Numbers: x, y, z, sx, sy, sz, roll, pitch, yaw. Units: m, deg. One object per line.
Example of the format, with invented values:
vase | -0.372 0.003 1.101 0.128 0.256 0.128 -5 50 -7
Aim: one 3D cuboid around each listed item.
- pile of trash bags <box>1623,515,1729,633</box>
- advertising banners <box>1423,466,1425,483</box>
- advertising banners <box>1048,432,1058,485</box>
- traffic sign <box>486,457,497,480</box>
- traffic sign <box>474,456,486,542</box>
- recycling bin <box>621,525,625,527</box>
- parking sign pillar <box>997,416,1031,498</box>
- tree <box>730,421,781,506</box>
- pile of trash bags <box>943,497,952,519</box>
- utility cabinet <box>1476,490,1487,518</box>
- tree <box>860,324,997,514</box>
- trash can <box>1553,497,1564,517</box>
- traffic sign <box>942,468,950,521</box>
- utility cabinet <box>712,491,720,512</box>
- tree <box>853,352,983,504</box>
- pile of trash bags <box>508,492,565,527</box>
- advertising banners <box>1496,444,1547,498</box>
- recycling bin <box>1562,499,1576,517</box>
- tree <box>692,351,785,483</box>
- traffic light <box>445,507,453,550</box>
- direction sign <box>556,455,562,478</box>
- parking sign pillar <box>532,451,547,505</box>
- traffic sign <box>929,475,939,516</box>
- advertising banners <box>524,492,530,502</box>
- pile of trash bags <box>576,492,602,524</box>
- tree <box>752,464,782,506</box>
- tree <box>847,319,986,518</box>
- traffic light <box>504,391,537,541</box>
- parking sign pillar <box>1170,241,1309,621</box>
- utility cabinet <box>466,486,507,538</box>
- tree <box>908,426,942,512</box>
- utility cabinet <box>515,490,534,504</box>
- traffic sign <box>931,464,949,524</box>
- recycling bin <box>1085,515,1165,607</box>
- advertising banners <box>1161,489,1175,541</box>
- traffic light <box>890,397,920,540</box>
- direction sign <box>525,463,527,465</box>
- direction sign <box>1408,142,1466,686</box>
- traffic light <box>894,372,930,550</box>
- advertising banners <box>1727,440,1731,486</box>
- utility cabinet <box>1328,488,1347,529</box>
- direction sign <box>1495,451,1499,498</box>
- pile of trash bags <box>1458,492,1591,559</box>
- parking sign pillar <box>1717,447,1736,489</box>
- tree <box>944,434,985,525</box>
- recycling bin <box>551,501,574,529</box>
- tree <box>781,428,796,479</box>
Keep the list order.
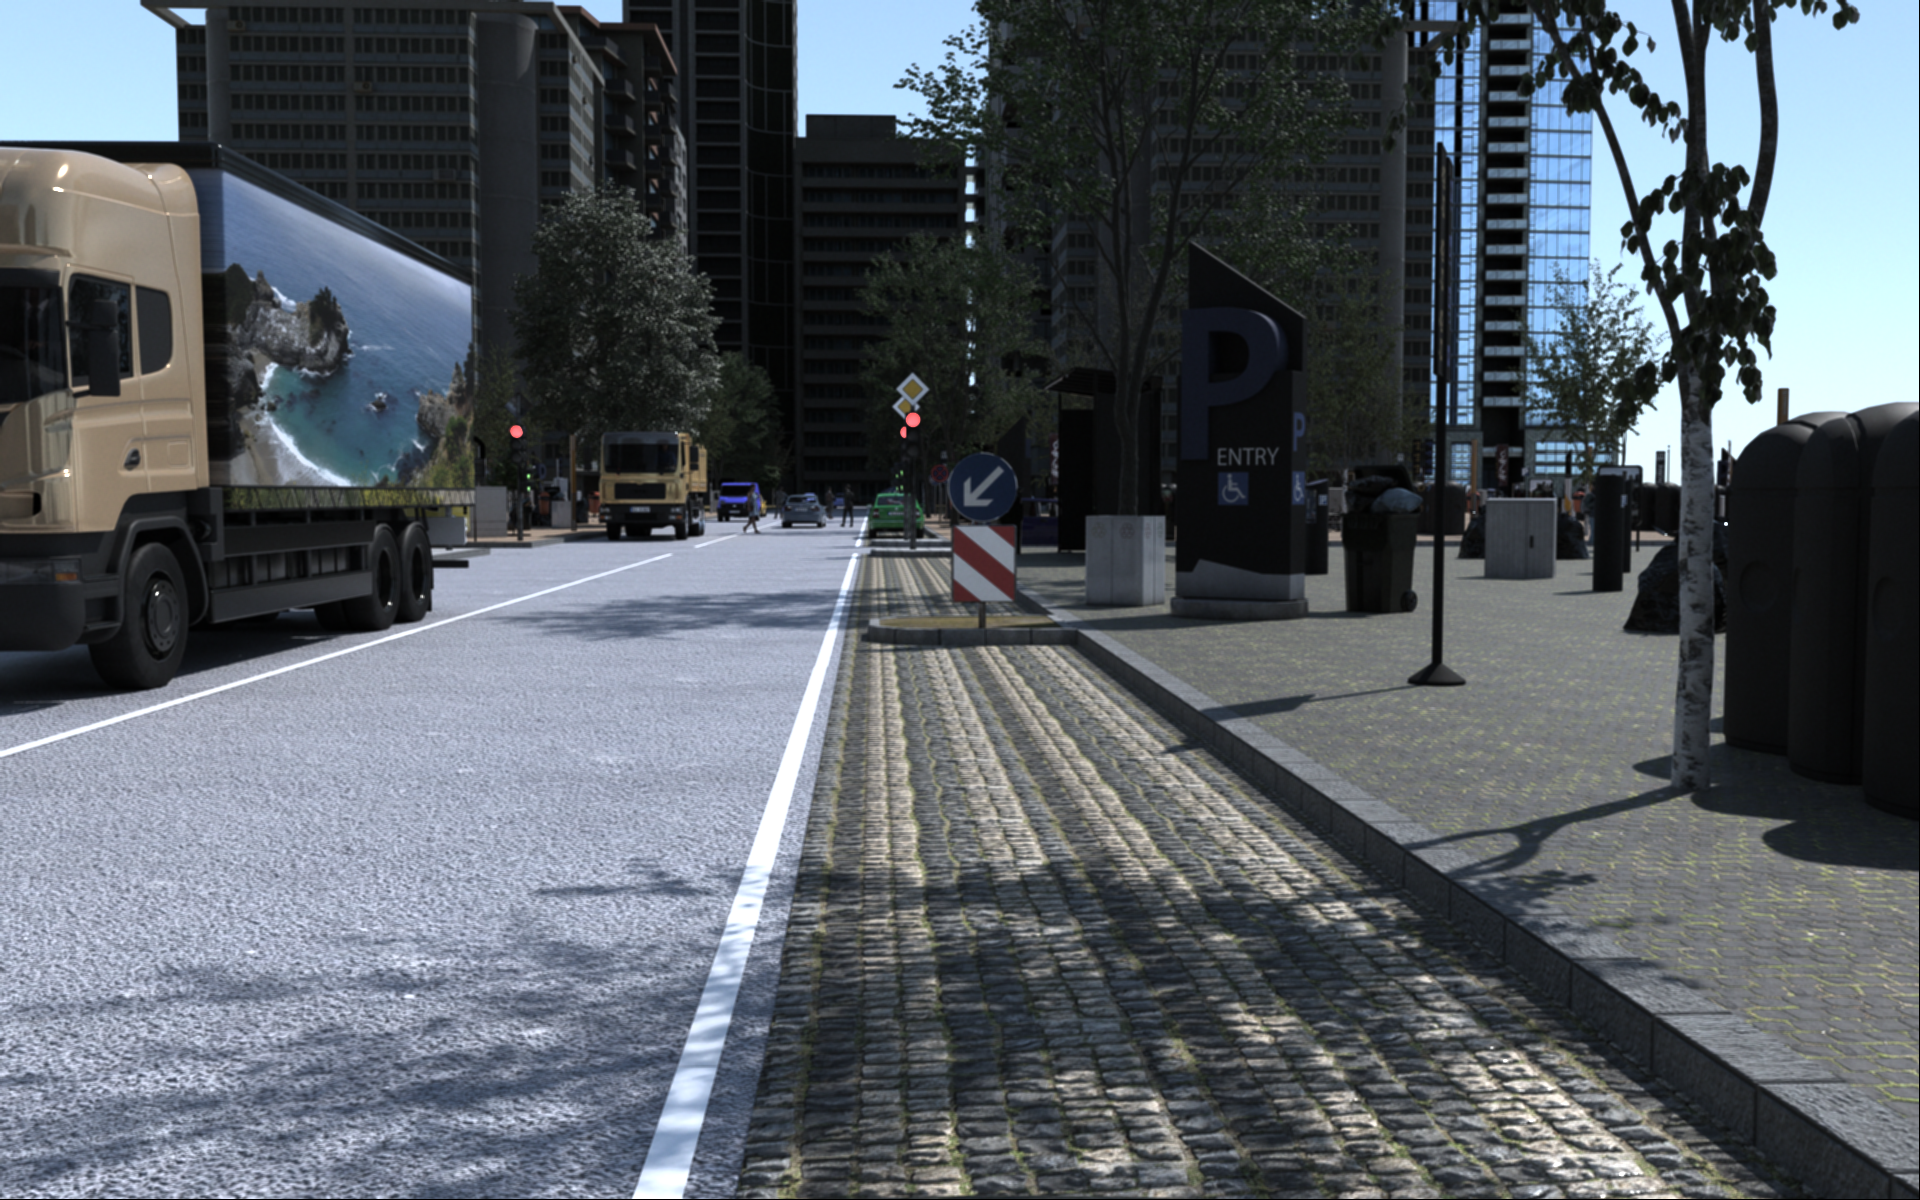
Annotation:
pile of trash bags | 8.103 -0.429 16.767 3.447 1.369 1.912 -3 4 -37
advertising banners | 28.512 -6.826 107.797 0.090 3.025 2.074 0 4 -8
advertising banners | 3.209 -3.198 48.471 0.090 3.025 2.074 -3 5 -42
traffic sign | -14.680 -3.246 54.255 0.795 2.450 0.064 0 4 5
traffic sign | -13.066 -2.722 46.642 0.606 2.300 0.079 0 4 6
recycling bin | -13.476 -3.401 68.167 0.722 1.027 0.722 1 4 9
parking sign pillar | 1.882 -4.399 60.396 1.447 3.967 1.447 -3 5 -41
tree | -18.960 -12.524 155.122 4.360 8.622 3.978 0 3 0
pile of trash bags | -0.007 -4.834 88.781 1.912 1.369 3.447 1 4 12
utility cabinet | 26.570 -4.870 88.309 0.318 1.500 1.173 0 4 -1
tree | -2.009 -12.057 114.141 9.611 12.733 9.660 0 3 0
trash can | 26.829 -4.067 78.151 0.748 1.137 0.748 0 3 0
traffic sign | -0.664 -5.122 83.848 0.768 2.556 0.104 0 4 2
utility cabinet | -16.780 -6.818 120.151 0.318 1.500 1.173 3 4 37
tree | -3.410 -13.800 135.994 12.009 13.543 11.850 0 3 0
pile of trash bags | -16.809 -3.611 68.795 1.912 1.369 3.447 -2 4 -26
advertising banners | 19.327 -3.886 59.719 0.090 3.025 2.074 -3 4 -36
recycling bin | 32.143 -4.822 91.391 0.722 1.027 0.722 3 5 44
tree | -17.717 -13.412 137.415 7.486 12.596 7.792 0 3 0
traffic light | -11.654 -3.091 39.456 0.839 4.253 0.868 0 4 -3
direction sign | -23.505 -6.704 101.605 0.379 3.537 0.876 -3 4 -36
parking sign pillar | -26.667 -7.424 109.851 1.447 3.967 1.447 1 4 9
traffic sign | -1.433 -6.195 101.391 0.768 2.556 0.104 0 4 5
advertising banners | -21.893 -5.572 87.294 0.090 3.025 2.074 0 4 -3
pile of trash bags | -16.730 -3.994 75.057 3.447 1.369 1.912 3 4 38
tree | -18.996 -11.326 168.891 4.285 4.588 4.351 0 3 0
tree | -2.002 -9.658 92.316 7.601 10.594 8.767 1 4 20
traffic light | -12.053 -3.579 47.431 0.839 4.253 0.868 0 4 -3
parking sign pillar | 2.944 -1.815 18.142 1.447 3.967 1.447 2 4 33
utility cabinet | -13.870 -2.570 50.694 1.173 1.500 0.318 -3 5 -42
tree | -2.591 -10.607 123.791 4.737 8.622 4.395 0 3 0
utility cabinet | -23.035 -5.075 91.648 1.173 1.500 0.318 3 4 38
traffic sign | -0.856 -4.528 74.134 0.768 2.556 0.104 0 4 4
recycling bin | 1.920 -0.460 20.081 0.722 1.027 0.722 2 4 30
advertising banners | 6.426 -3.164 47.918 2.074 3.025 0.090 -1 4 -13
traffic light | -1.506 -3.612 47.972 0.839 4.253 0.868 0 4 -3
direction sign | -23.562 -6.172 92.903 0.876 3.537 0.379 2 4 24
direction sign | 3.233 -1.201 11.640 0.379 3.537 0.876 1 4 21
traffic light | -1.107 -3.124 39.997 0.839 4.253 0.868 0 4 -3
advertising banners | 25.263 -3.695 56.602 0.090 3.025 2.074 2 4 35
utility cabinet | 13.486 -3.291 62.493 1.173 1.500 0.318 2 4 30
direction sign | 28.493 -6.098 91.701 0.379 3.537 0.876 0 4 -3
pile of trash bags | 11.869 -1.526 34.700 3.447 1.369 1.912 -1 4 -18
parking sign pillar | 44.073 -6.788 99.460 1.447 3.967 1.447 -1 4 -16
tree | 0.442 -3.743 55.797 1.663 3.219 1.824 0 3 0
recycling bin | -14.558 -3.125 63.645 0.722 1.027 0.722 -2 4 -31
tree | -19.527 -14.215 182.772 4.360 8.622 3.978 0 3 0
